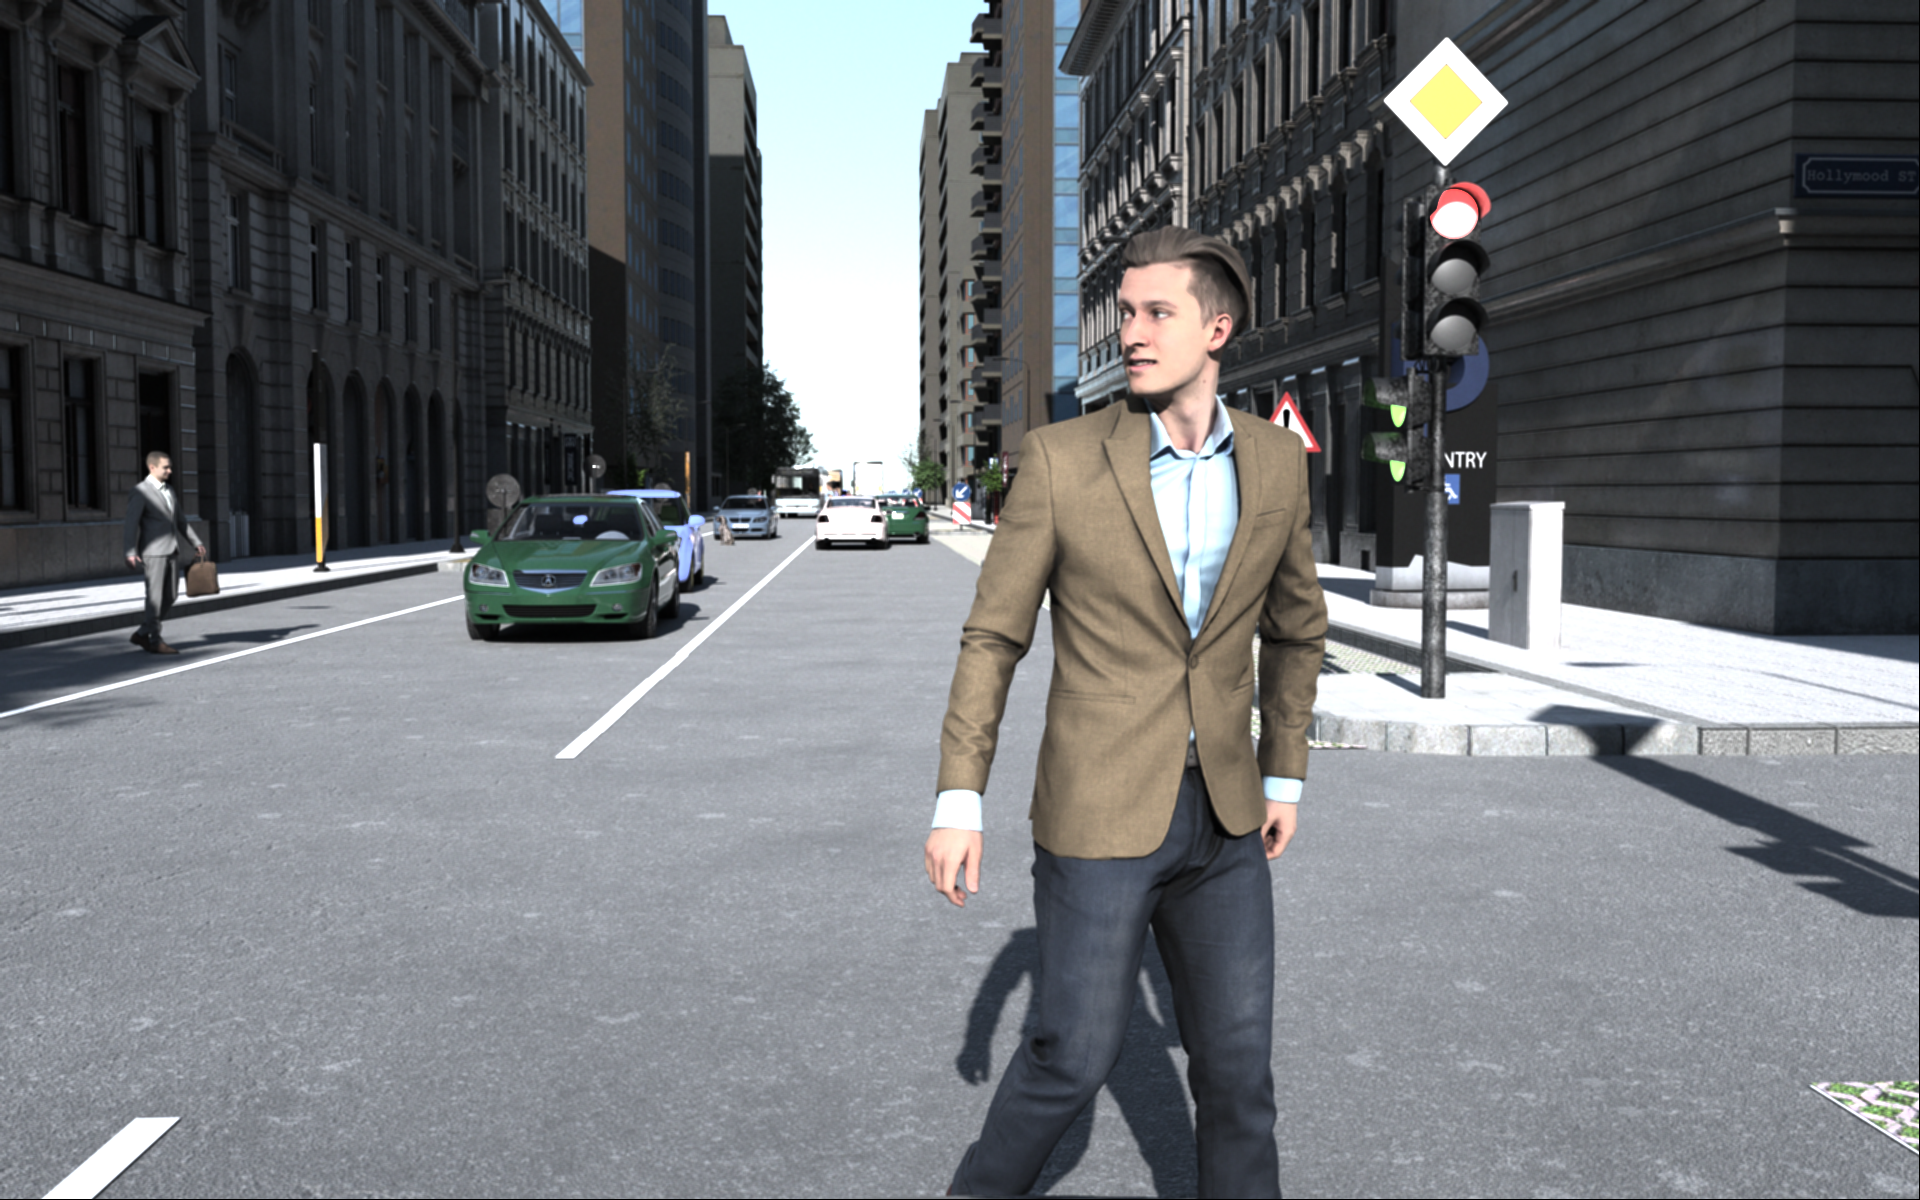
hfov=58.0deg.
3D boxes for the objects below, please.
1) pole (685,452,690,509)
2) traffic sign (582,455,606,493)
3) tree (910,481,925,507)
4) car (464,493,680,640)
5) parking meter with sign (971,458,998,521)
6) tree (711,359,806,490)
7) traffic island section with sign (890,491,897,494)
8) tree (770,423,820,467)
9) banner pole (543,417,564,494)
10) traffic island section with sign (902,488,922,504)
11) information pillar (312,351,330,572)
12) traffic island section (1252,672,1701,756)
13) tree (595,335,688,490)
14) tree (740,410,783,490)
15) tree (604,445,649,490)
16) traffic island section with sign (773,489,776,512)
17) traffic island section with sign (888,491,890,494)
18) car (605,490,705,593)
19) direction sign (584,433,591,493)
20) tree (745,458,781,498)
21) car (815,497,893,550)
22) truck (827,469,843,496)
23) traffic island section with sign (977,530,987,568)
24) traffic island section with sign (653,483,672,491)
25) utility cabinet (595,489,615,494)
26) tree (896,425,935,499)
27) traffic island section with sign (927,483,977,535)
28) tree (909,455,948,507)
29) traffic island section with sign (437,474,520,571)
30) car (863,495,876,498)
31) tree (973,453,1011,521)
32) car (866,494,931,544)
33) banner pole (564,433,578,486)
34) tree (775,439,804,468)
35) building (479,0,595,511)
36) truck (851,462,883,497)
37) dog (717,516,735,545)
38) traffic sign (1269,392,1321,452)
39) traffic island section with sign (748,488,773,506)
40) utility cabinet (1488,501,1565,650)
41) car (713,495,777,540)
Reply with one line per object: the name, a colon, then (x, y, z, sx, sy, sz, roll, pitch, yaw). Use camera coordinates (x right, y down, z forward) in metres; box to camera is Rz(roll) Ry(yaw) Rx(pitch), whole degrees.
pole: (-13.181, -5.503, 83.815, 0.158, 3.312, 0.155, 0, 3, 0)
traffic sign: (-11.770, -3.402, 55.731, 0.768, 2.556, 0.104, 0, 4, 3)
tree: (-4.082, -10.914, 173.045, 1.663, 3.219, 1.824, 0, 3, 0)
car: (-4.051, -0.415, 18.591, 2.131, 1.459, 4.920, 0, 4, -5)
parking meter with sign: (1.140, -5.374, 84.132, 0.543, 3.016, 1.738, -2, 4, -33)
tree: (-19.311, -15.635, 162.289, 9.857, 13.997, 8.962, 0, 3, 0)
traffic island section with sign: (-4.393, -7.896, 137.724, 1.989, 1.847, 2.006, 0, 4, -3)
tree: (-23.241, -19.051, 237.232, 9.928, 11.665, 9.643, 0, 3, 0)
banner pole: (-13.466, -4.086, 56.817, 0.401, 3.779, 0.863, -3, 4, -37)
traffic island section with sign: (-2.833, -6.184, 109.729, 1.989, 1.847, 2.006, 0, 4, -3)
information pillar: (-10.574, -2.281, 28.642, 0.183, 3.616, 0.504, 0, 4, -6)
traffic island section: (3.005, 0.694, 10.927, 2.009, 0.180, 2.903, 0, 4, -3)
tree: (-14.294, -7.881, 79.222, 4.360, 8.622, 3.978, 0, 3, 0)
tree: (-17.493, -12.291, 151.318, 4.360, 8.622, 3.978, 0, 3, 0)
tree: (-13.048, -4.538, 68.796, 1.663, 3.219, 1.824, 0, 3, 0)
traffic island section with sign: (-14.600, -7.862, 137.167, 1.989, 1.847, 2.006, 0, 4, -3)
traffic island section with sign: (-7.488, -11.285, 193.130, 1.989, 1.847, 2.006, 0, 4, -3)
car: (-4.801, -1.013, 26.147, 1.945, 1.707, 3.694, 0, 4, -5)
direction sign: (-13.973, -4.464, 64.979, 0.379, 3.537, 0.876, -2, 4, -26)
tree: (-17.694, -10.544, 156.104, 4.285, 4.588, 4.351, 0, 3, 0)
car: (-2.829, -2.051, 45.904, 2.083, 1.381, 4.827, 0, 4, -1)
truck: (-14.758, -12.821, 198.544, 2.839, 4.237, 11.283, 0, 4, -3)
traffic island section with sign: (1.427, -1.513, 33.361, 1.989, 1.847, 2.006, 0, 4, -3)
traffic island section with sign: (-10.302, -3.147, 60.081, 1.989, 1.847, 2.006, 0, 4, -3)
utility cabinet: (-14.731, -3.868, 71.919, 0.318, 1.500, 1.173, 1, 4, 18)
tree: (-4.333, -14.056, 180.173, 4.360, 8.622, 3.978, 0, 3, 0)
traffic island section with sign: (-0.097, -3.184, 60.688, 1.989, 1.847, 2.006, 0, 4, -3)
tree: (-2.705, -10.022, 147.571, 4.285, 4.588, 4.351, 0, 3, 0)
traffic island section with sign: (-8.790, -1.501, 33.168, 1.989, 1.847, 2.006, 0, 4, -3)
car: (-5.605, -6.064, 111.513, 2.083, 1.381, 4.827, 0, 4, -4)
tree: (1.662, -5.320, 81.583, 1.663, 3.219, 1.824, 0, 3, 0)
car: (-1.886, -2.390, 50.880, 2.131, 1.459, 4.920, 0, 4, -3)
banner pole: (-14.255, -4.447, 62.731, 0.863, 3.779, 0.401, -2, 4, -28)
tree: (-20.444, -15.370, 201.657, 4.737, 8.622, 4.395, 0, 3, 0)
building: (-19.762, -13.142, 64.014, 9.793, 20.994, 18.267, 0, 4, -3)
truck: (-8.272, -10.142, 154.731, 2.839, 4.237, 11.283, 0, 4, -4)
dog: (-6.609, -1.952, 48.760, 0.513, 0.831, 0.800, 0, 4, -6)
traffic sign: (4.159, -1.354, 22.141, 0.884, 2.594, 0.081, 0, 4, 3)
traffic island section with sign: (-13.052, -6.175, 109.583, 1.989, 1.847, 2.006, 0, 4, -3)
utility cabinet: (4.786, -0.217, 14.702, 0.306, 1.237, 1.020, 0, 4, -1)
car: (-6.852, -2.666, 55.587, 2.014, 1.417, 4.499, 0, 4, -2)
